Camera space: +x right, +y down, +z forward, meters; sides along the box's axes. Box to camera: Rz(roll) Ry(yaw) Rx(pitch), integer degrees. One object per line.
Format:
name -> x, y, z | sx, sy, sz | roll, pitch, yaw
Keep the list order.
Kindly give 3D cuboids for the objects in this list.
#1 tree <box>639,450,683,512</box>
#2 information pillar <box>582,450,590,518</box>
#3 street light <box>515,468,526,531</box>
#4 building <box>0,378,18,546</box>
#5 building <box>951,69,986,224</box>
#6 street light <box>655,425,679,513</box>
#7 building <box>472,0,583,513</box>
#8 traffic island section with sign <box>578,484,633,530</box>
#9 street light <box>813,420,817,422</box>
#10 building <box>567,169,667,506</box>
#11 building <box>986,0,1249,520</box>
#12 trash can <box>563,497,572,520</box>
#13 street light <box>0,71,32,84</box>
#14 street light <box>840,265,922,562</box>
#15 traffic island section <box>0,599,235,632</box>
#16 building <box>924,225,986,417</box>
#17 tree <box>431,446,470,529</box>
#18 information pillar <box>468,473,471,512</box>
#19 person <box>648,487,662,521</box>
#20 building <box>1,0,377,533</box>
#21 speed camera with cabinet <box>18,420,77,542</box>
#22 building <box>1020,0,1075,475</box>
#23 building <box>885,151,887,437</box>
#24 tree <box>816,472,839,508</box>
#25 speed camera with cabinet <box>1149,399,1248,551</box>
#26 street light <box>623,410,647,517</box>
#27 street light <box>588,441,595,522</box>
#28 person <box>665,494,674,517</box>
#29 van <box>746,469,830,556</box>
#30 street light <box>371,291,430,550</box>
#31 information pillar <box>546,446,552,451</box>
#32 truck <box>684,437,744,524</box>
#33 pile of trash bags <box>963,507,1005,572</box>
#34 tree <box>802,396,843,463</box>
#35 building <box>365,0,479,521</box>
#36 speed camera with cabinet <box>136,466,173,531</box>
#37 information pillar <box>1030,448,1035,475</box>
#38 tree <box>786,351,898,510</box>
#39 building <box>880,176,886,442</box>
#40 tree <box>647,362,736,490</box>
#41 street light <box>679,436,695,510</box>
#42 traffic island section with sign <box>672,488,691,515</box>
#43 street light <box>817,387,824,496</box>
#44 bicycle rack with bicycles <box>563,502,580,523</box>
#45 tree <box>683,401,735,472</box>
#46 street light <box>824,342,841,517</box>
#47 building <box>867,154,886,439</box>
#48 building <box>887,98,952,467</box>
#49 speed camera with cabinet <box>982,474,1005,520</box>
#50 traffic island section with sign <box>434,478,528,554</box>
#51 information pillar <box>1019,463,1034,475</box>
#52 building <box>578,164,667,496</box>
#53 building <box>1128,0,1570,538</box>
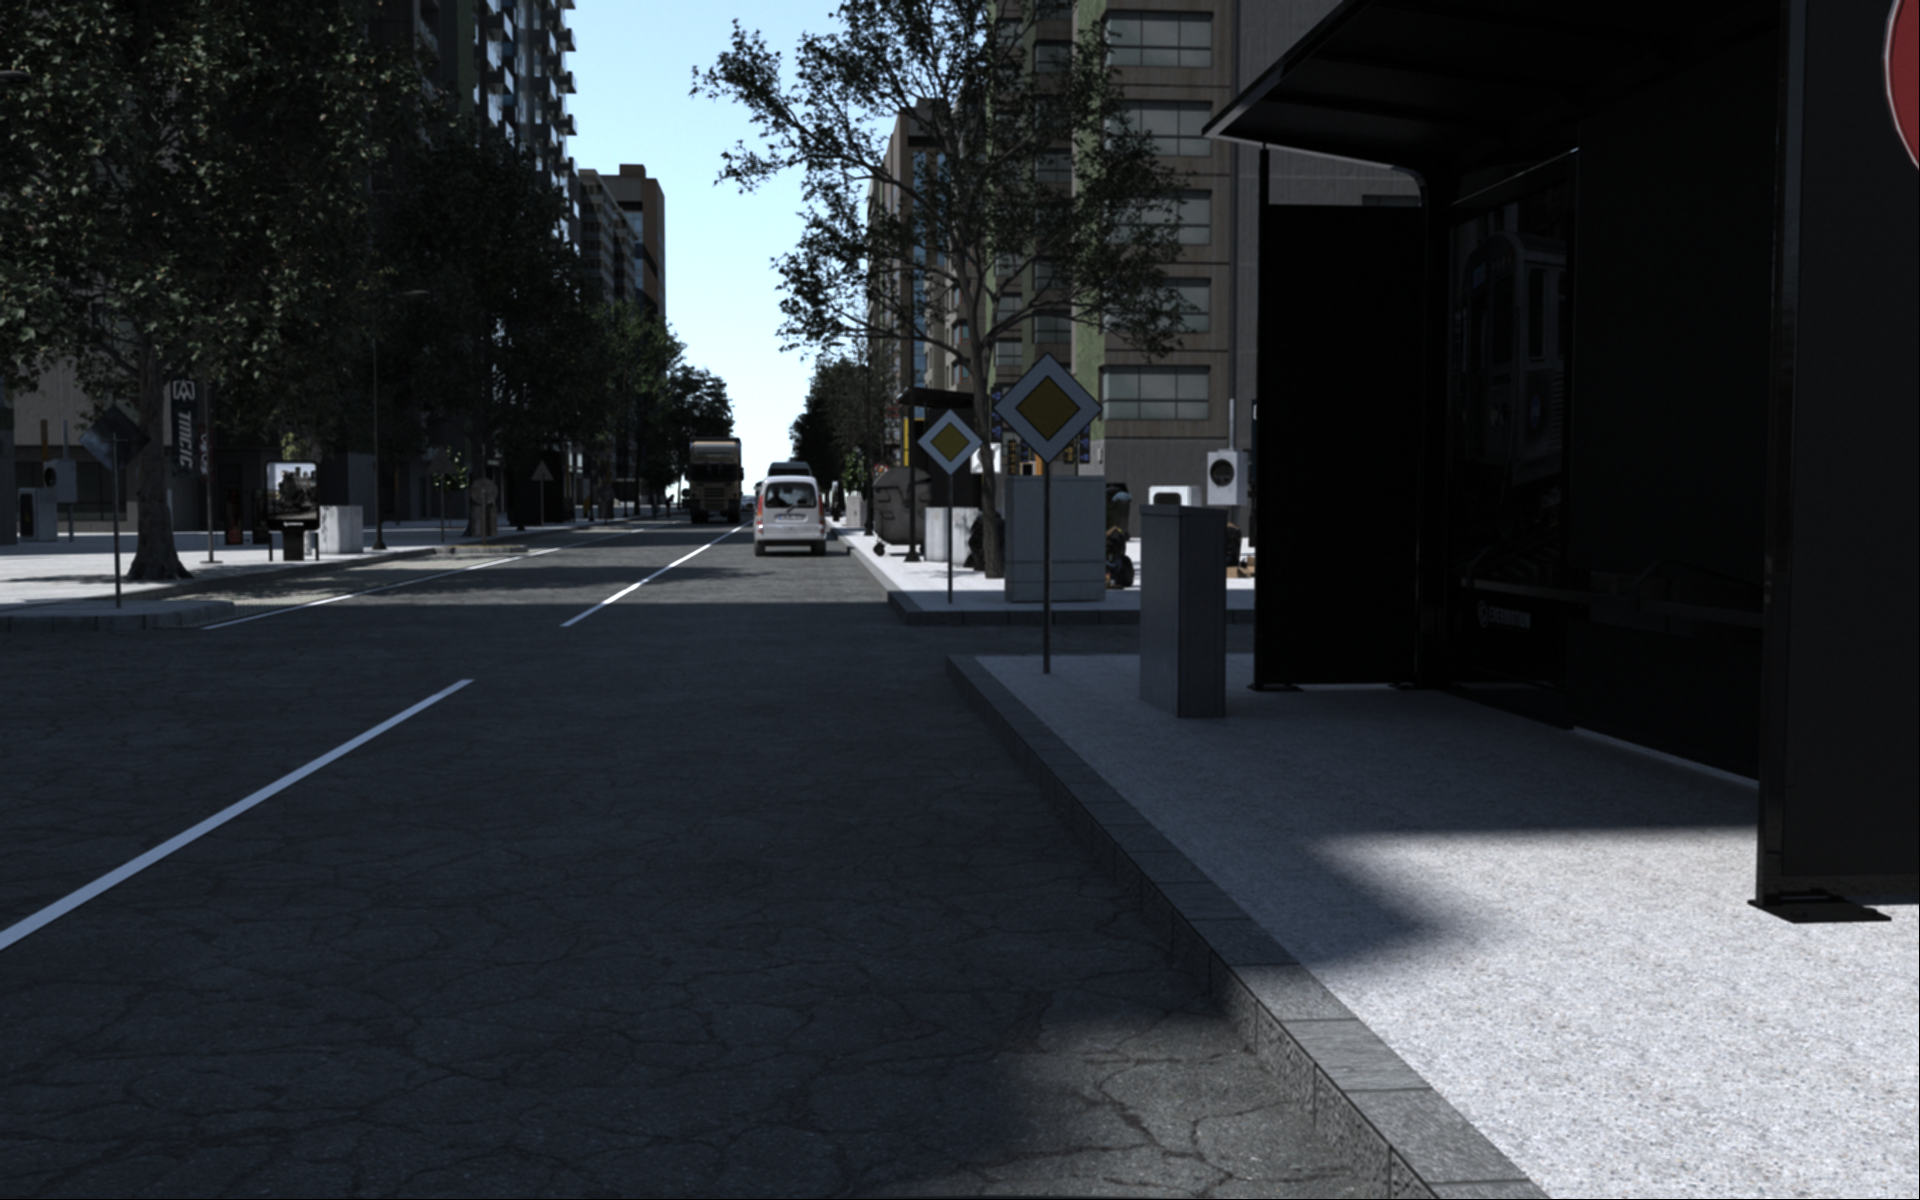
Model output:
tree -> -22.182, -8.773, 127.160 | 4.285, 4.588, 4.351 | 0, 3, 0
information pillar -> -19.896, -6.177, 92.352 | 0.504, 3.616, 0.183 | -2, 4, -35
street light -> -14.772, -5.365, 60.258 | 1.470, 5.913, 1.316 | 0, 4, -5
building -> -30.274, -21.508, 35.245 | 14.154, 41.232, 14.086 | 0, 4, -5
building -> 11.984, -28.195, 152.873 | 32.217, 40.220, 23.993 | 0, 4, -5
street light -> -19.960, -8.828, 116.871 | 1.470, 5.913, 1.316 | 0, 4, -5
building -> -42.495, -31.656, 137.179 | 23.786, 49.044, 30.456 | 0, 4, -5
traffic island section with sign -> -14.081, -3.689, 68.950 | 1.989, 1.847, 2.006 | 0, 4, -5
street light -> -7.152, -7.494, 95.071 | 1.470, 5.913, 1.316 | 0, 4, -5
building -> -53.975, -32.233, 218.885 | 32.217, 40.220, 23.993 | 0, 4, -5
building -> 8.362, -25.715, 104.038 | 14.154, 41.232, 14.086 | 0, 4, -5
trash can -> -19.523, -4.527, 85.663 | 0.748, 1.137, 0.748 | 0, 3, 0
street light -> -10.894, -2.850, 19.134 | 1.470, 5.913, 1.316 | 0, 4, -5
street light -> -1.438, -3.671, 32.562 | 1.470, 5.913, 1.316 | 0, 4, -5
traffic island section -> -9.497, 0.170, 19.506 | 2.009, 0.180, 2.903 | 0, 4, -5
building -> 12.214, -17.232, 126.780 | 27.650, 21.520, 28.899 | 0, 4, -5
tree -> -18.772, -4.208, 63.397 | 1.663, 3.219, 1.824 | 0, 3, 0
information pillar -> -16.613, -3.352, 59.296 | 0.304, 2.012, 0.304 | 1, 4, 14
person -> -16.123, -5.045, 91.335 | 0.721, 1.781, 0.623 | 3, 4, 36
building -> -30.092, -17.781, 62.413 | 14.160, 30.474, 14.107 | 0, 4, -5
speed camera with cabinet -> -24.483, -3.186, 46.432 | 2.038, 3.252, 0.660 | 2, 4, 35
building -> 9.921, -19.435, 89.471 | 14.160, 30.474, 14.107 | 0, 4, -5
building -> -1.849, -34.315, 211.154 | 14.600, 45.320, 14.200 | 0, 4, -5
tree -> -11.755, -10.584, 156.766 | 4.285, 4.588, 4.351 | 0, 3, 0
speed camera with cabinet -> 4.987, -2.570, 36.351 | 2.038, 3.252, 0.660 | 2, 4, 34
street light -> -18.039, -7.558, 96.112 | 1.470, 5.913, 1.316 | 0, 4, -5
street light -> -16.708, -6.630, 80.940 | 1.470, 5.913, 1.316 | 0, 4, -5
person -> -17.762, -5.767, 106.021 | 0.421, 1.427, 0.697 | 2, 4, 34
van -> -4.085, -2.095, 41.265 | 2.013, 2.044, 4.112 | 0, 4, -7
street light -> -12.797, -4.105, 39.656 | 1.470, 5.913, 1.316 | 0, 4, -5
information pillar -> -19.770, -5.613, 83.122 | 0.504, 3.616, 0.183 | -1, 4, -17
truck -> -12.336, -6.043, 87.710 | 2.839, 4.237, 11.283 | 0, 4, -7
pile of trash bags -> 1.106, -1.176, 28.978 | 1.912, 1.369, 3.447 | 0, 4, -5
tree -> -12.136, -15.141, 165.682 | 7.486, 12.596, 7.792 | 0, 3, 0
building -> -31.852, -24.494, 84.072 | 14.154, 41.232, 14.086 | 0, 4, -5
speed camera with cabinet -> -25.665, -3.718, 55.127 | 0.660, 3.252, 2.038 | -1, 4, -11
information pillar -> 2.025, -3.202, 43.708 | 0.504, 3.616, 0.183 | -1, 4, -19
tree -> -9.610, -13.585, 139.130 | 9.611, 12.733, 9.660 | 0, 3, 0
building -> -3.445, -33.159, 225.748 | 14.154, 41.232, 14.086 | 0, 4, -5
tree -> -26.090, -16.016, 168.513 | 9.857, 13.997, 8.962 | 0, 3, 0
street light -> -21.812, -10.115, 137.916 | 1.470, 5.913, 1.316 | 0, 4, -5
traffic island section with sign -> -18.650, -6.707, 118.288 | 1.989, 1.847, 2.006 | 0, 4, -5
street light -> -5.299, -6.239, 74.543 | 1.470, 5.913, 1.316 | 0, 4, -5
bicycle rack with bicycles -> -18.152, -3.913, 77.361 | 2.852, 0.926, 2.925 | 0, 4, 3
tree -> -30.201, -17.746, 208.273 | 7.486, 12.596, 7.792 | 0, 3, 0
street light -> -3.345, -4.926, 53.085 | 1.470, 5.913, 1.316 | 0, 4, -5
building -> -1.960, -37.922, 243.721 | 21.300, 48.544, 21.600 | 0, 4, -5
building -> -0.342, -33.453, 197.059 | 14.600, 45.320, 14.200 | 0, 4, -5
speed camera with cabinet -> 1.248, -3.369, 49.426 | 2.038, 3.252, 0.660 | -1, 4, -22
traffic island section with sign -> -11.597, -2.048, 42.109 | 1.989, 1.847, 2.006 | 0, 4, -5
information pillar -> 1.558, -2.205, 40.538 | 0.304, 2.012, 0.304 | 0, 4, -5
building -> -47.951, -35.983, 238.427 | 14.600, 45.320, 14.200 | 0, 4, -5
building -> 10.536, -22.808, 56.501 | 14.154, 41.232, 14.086 | 0, 4, -5
